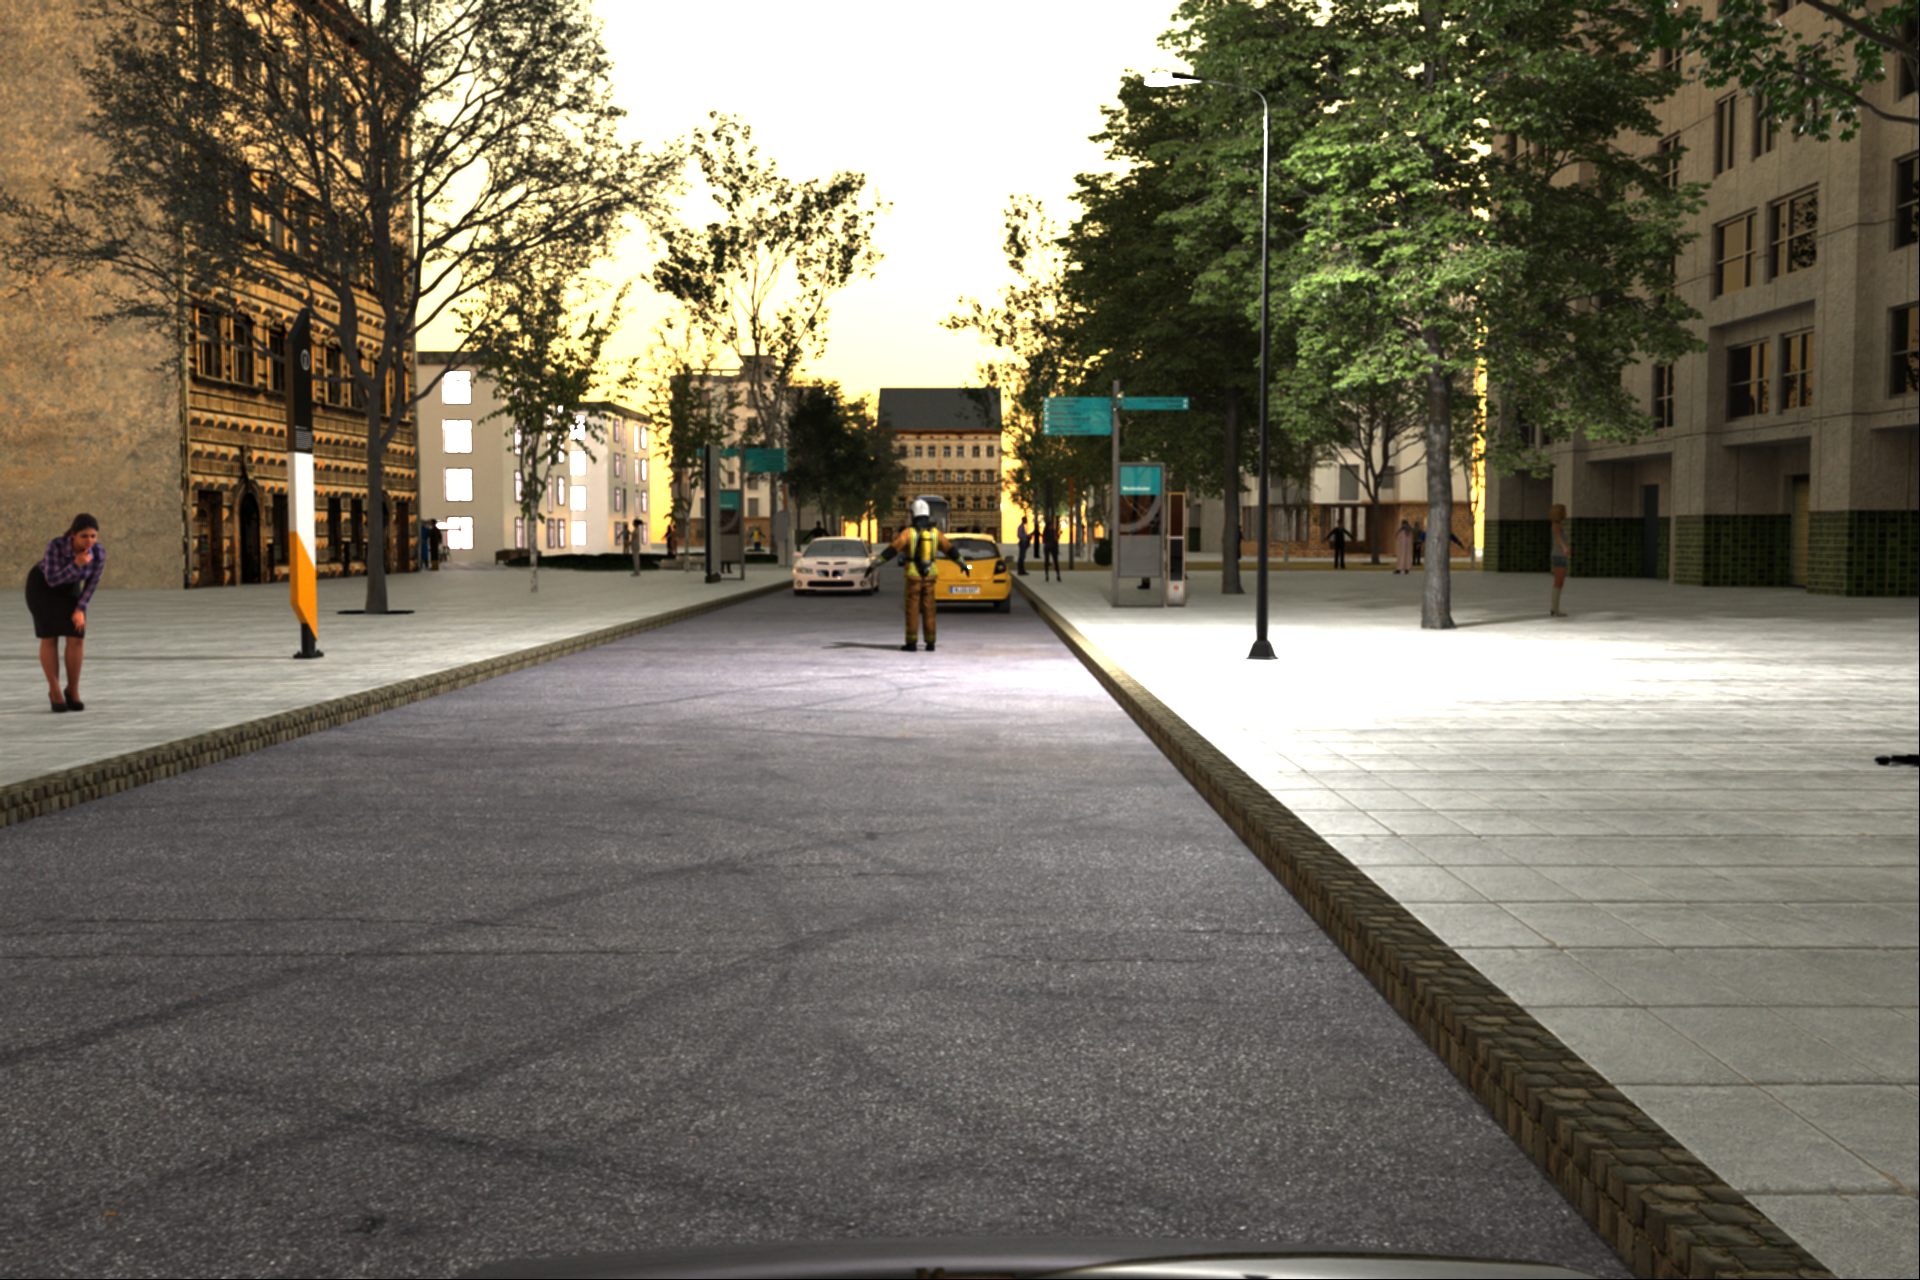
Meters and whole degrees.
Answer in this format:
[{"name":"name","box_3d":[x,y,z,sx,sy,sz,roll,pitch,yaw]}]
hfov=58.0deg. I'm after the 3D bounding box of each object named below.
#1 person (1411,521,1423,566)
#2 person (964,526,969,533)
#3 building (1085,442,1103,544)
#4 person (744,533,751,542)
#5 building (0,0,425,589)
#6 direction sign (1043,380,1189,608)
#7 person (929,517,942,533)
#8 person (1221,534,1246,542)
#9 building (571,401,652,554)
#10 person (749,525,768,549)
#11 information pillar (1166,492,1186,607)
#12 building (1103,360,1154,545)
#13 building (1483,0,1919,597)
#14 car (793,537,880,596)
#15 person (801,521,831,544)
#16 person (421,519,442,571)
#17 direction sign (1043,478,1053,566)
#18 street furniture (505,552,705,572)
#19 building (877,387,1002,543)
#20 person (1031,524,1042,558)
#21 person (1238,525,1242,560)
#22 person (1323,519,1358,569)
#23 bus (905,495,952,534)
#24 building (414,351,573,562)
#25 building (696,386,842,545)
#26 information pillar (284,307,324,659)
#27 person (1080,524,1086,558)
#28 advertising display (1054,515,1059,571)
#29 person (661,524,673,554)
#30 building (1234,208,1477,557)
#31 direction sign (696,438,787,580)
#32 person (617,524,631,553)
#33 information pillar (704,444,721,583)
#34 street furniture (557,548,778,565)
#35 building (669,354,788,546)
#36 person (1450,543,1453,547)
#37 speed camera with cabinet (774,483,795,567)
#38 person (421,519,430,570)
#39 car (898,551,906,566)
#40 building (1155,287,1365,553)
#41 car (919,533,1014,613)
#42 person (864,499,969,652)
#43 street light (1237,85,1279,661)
[{"name":"person","box_3d":[18.631,-3.938,70.509,0.705,1.813,1.348,-3,4,-36]},{"name":"person","box_3d":[0.327,-3.656,68.954,1.216,1.740,0.721,-3,5,-40]},{"name":"building","box_3d":[21.841,-22.964,231.884,16.016,20.090,11.380,0,4,0]},{"name":"person","box_3d":[-10.352,-4.520,80.095,1.347,1.806,0.705,0,4,-8]},{"name":"building","box_3d":[-27.252,-13.296,48.324,19.493,23.208,18.063,0,4,-1]},{"name":"direction sign","box_3d":[2.709,-2.497,29.592,2.525,3.948,1.411,0,3,0]},{"name":"person","box_3d":[-0.660,-2.024,41.411,1.347,1.847,0.705,-2,4,-31]},{"name":"person","box_3d":[12.837,-4.620,81.513,1.349,1.833,0.705,3,5,40]},{"name":"building","box_3d":[-26.446,-11.094,123.534,9.099,9.664,28.070,0,4,1]},{"name":"person","box_3d":[-10.906,-5.328,93.578,1.216,1.772,0.721,2,4,27]},{"name":"information pillar","box_3d":[3.809,-1.598,30.622,0.304,2.012,0.304,0,3,0]},{"name":"building","box_3d":[24.635,-19.342,182.701,16.747,18.905,31.486,0,4,0]},{"name":"building","box_3d":[26.391,-10.809,43.189,16.747,18.905,31.486,0,4,0]},{"name":"car","box_3d":[-2.938,-1.800,41.784,2.083,1.381,4.827,0,4,0]},{"name":"person","box_3d":[-5.609,-3.812,68.544,1.346,1.802,0.704,-1,4,-21]},{"name":"person","box_3d":[-18.531,-3.351,60.932,0.704,1.812,1.346,1,4,13]},{"name":"direction sign","box_3d":[3.568,-4.781,70.166,0.379,3.537,0.876,0,4,0]},{"name":"street furniture","box_3d":[-12.925,-2.956,63.950,5.734,0.657,10.072,-2,4,-28]},{"name":"building","box_3d":[-2.906,-25.937,257.454,18.063,23.208,19.493,0,4,0]},{"name":"person","box_3d":[4.093,-5.227,91.652,0.705,1.806,1.347,-2,4,-33]},{"name":"person","box_3d":[13.805,-4.872,86.384,0.721,1.740,1.216,2,4,29]},{"name":"person","box_3d":[14.145,-3.580,64.460,1.347,1.837,0.705,0,4,-5]},{"name":"bus","box_3d":[-1.940,-7.438,113.165,2.896,3.916,12.251,0,3,0]},{"name":"building","box_3d":[-25.364,-9.255,93.473,9.099,9.664,28.070,0,4,0]},{"name":"building","box_3d":[-24.756,-21.825,223.301,16.747,18.905,31.486,0,4,0]},{"name":"information pillar","box_3d":[-6.756,-1.616,17.769,0.183,3.616,0.504,0,4,1]},{"name":"person","box_3d":[6.662,-5.414,94.664,0.704,1.843,1.345,0,4,5]},{"name":"advertising display","box_3d":[3.356,-3.375,60.394,0.123,1.923,0.974,0,4,0]},{"name":"person","box_3d":[-16.855,-5.785,100.371,0.705,1.856,1.354,-3,5,-44]},{"name":"building","box_3d":[22.135,-15.348,107.356,16.016,20.090,11.380,0,4,0]},{"name":"direction sign","box_3d":[-6.068,-3.671,48.782,2.525,3.948,1.411,0,4,0]},{"name":"person","box_3d":[-17.688,-5.238,91.909,1.348,1.796,0.705,1,4,23]},{"name":"information pillar","box_3d":[-6.545,-3.333,45.808,0.184,3.620,1.656,0,4,0]},{"name":"street furniture","box_3d":[-12.423,-3.553,73.710,10.072,0.657,5.734,-1,4,-10]},{"name":"building","box_3d":[-24.608,-20.006,183.520,16.016,20.090,11.380,0,4,1]},{"name":"person","box_3d":[18.700,-3.510,66.647,0.991,1.433,0.599,-3,5,-45]},{"name":"speed camera with cabinet","box_3d":[-6.884,-4.502,67.944,0.660,3.252,2.038,0,4,1]},{"name":"person","box_3d":[-19.388,-3.445,62.452,1.347,1.817,0.704,1,4,13]},{"name":"car","box_3d":[-1.873,-4.049,78.210,2.014,1.417,4.499,0,4,1]},{"name":"building","box_3d":[24.902,-16.268,132.447,16.747,18.905,31.486,0,4,1]},{"name":"car","box_3d":[0.047,-1.376,32.724,2.015,1.641,3.980,0,4,-1]},{"name":"person","box_3d":[-0.497,-0.794,21.202,1.354,1.858,0.705,-1,4,-20]},{"name":"street light","box_3d":[3.631,-2.752,17.542,1.470,5.913,1.316,0,3,0]}]
